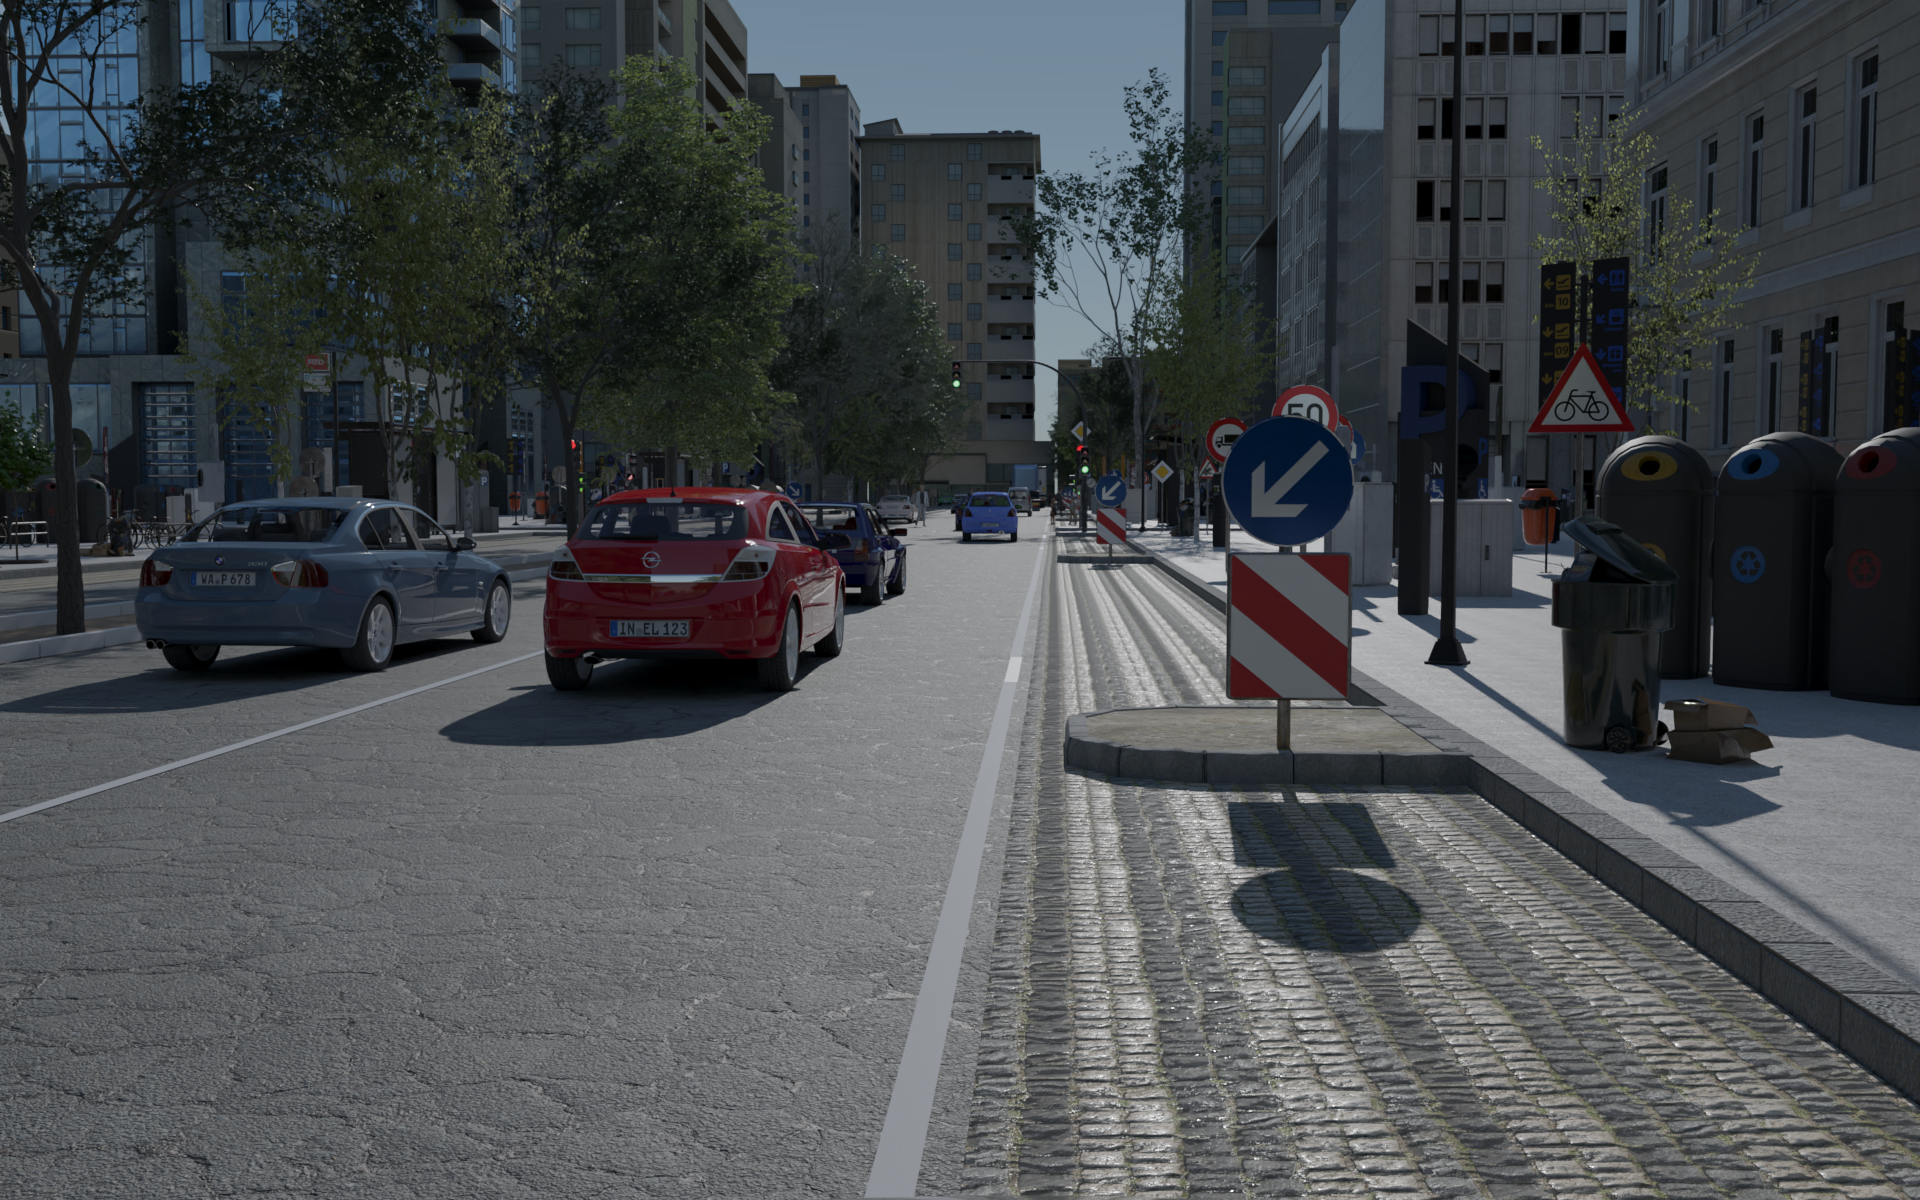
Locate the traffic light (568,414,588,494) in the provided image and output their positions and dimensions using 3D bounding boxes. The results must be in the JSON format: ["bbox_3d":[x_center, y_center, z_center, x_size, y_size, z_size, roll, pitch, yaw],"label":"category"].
[{"bbox_3d":[-13.283,-4.326,59.650,0.839,4.253,0.868,0,4,3],"label":"traffic light"}]

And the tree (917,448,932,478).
[{"bbox_3d":[-7.522,-17.307,217.375,8.767,10.594,7.601,-2,4,-25],"label":"tree"}]

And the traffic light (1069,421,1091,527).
[{"bbox_3d":[4.637,-4.757,66.691,0.839,4.253,0.868,0,4,3],"label":"traffic light"}]

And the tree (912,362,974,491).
[{"bbox_3d":[-2.751,-12.283,129.042,9.928,11.665,9.643,0,3,0],"label":"tree"}]

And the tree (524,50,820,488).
[{"bbox_3d":[-7.555,-7.605,44.927,7.486,12.596,7.792,0,3,0],"label":"tree"}]

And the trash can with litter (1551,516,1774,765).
[{"bbox_3d":[3.497,0.169,8.617,0.624,1.170,1.055,-3,5,-42],"label":"trash can with litter"}]

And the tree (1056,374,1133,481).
[{"bbox_3d":[12.076,-13.639,148.754,9.928,11.665,9.643,0,3,0],"label":"tree"}]

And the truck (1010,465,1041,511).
[{"bbox_3d":[5.801,-9.986,153.036,2.967,4.110,18.799,0,4,2],"label":"truck"}]

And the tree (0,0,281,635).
[{"bbox_3d":[-8.990,-4.939,17.625,8.767,10.594,7.601,0,4,3],"label":"tree"}]

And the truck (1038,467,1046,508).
[{"bbox_3d":[7.743,-11.840,182.497,2.839,4.237,11.283,0,4,1],"label":"truck"}]

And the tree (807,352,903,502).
[{"bbox_3d":[-5.205,-7.884,81.715,4.737,8.622,4.395,0,3,0],"label":"tree"}]

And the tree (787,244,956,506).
[{"bbox_3d":[-5.027,-10.998,88.936,9.857,13.997,8.962,0,3,0],"label":"tree"}]

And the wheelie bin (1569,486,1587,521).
[{"bbox_3d":[23.536,-3.568,66.243,0.693,1.594,0.980,-1,4,-23],"label":"wheelie bin"}]

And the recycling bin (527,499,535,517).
[{"bbox_3d":[-23.426,-5.066,95.388,0.722,1.027,0.722,0,4,-6],"label":"recycling bin"}]

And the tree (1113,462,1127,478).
[{"bbox_3d":[9.536,-6.716,104.400,1.663,3.219,1.824,0,3,0],"label":"tree"}]

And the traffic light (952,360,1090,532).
[{"bbox_3d":[2.110,-5.139,58.689,4.771,5.953,1.251,0,4,3],"label":"traffic light"}]

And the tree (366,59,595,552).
[{"bbox_3d":[-8.367,-4.690,29.504,4.360,8.622,3.978,0,3,0],"label":"tree"}]

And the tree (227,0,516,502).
[{"bbox_3d":[-7.900,-4.347,23.892,4.737,8.622,4.395,0,3,0],"label":"tree"}]

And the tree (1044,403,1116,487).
[{"bbox_3d":[15.518,-19.088,218.739,9.857,13.997,8.962,0,3,0],"label":"tree"}]

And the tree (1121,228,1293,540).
[{"bbox_3d":[6.725,-5.970,47.975,4.737,8.622,4.395,0,3,0],"label":"tree"}]

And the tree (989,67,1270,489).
[{"bbox_3d":[7.692,-13.695,79.803,12.611,20.169,13.585,0,3,0],"label":"tree"}]

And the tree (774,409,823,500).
[{"bbox_3d":[-12.112,-10.968,129.694,4.360,8.622,3.978,0,3,0],"label":"tree"}]

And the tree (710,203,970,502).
[{"bbox_3d":[-5.925,-9.792,72.932,12.009,13.543,11.850,0,3,0],"label":"tree"}]

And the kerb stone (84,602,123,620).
[{"bbox_3d":[-9.946,0.144,19.846,0.120,0.150,1.000,0,4,3],"label":"kerb stone"}]

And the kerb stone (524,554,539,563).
[{"bbox_3d":[-9.052,-0.856,36.186,0.120,0.150,1.000,0,4,3],"label":"kerb stone"}]

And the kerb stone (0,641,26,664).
[{"bbox_3d":[-8.125,0.463,14.621,0.120,0.150,1.000,0,4,3],"label":"kerb stone"}]

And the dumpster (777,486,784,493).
[{"bbox_3d":[-12.716,-6.846,117.683,1.264,1.857,1.865,0,4,3],"label":"dumpster"}]

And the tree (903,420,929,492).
[{"bbox_3d":[-3.758,-9.445,107.249,4.737,8.622,4.395,0,3,0],"label":"tree"}]

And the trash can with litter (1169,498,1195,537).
[{"bbox_3d":[6.655,-2.492,52.139,0.624,1.170,1.055,-2,4,-27],"label":"trash can with litter"}]

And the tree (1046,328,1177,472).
[{"bbox_3d":[10.977,-13.304,127.884,12.009,13.543,11.850,0,3,0],"label":"tree"}]

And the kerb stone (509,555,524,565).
[{"bbox_3d":[-9.116,-0.789,35.164,0.120,0.150,1.000,0,4,3],"label":"kerb stone"}]

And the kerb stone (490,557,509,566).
[{"bbox_3d":[-9.160,-0.728,34.143,0.120,0.150,1.000,0,4,3],"label":"kerb stone"}]

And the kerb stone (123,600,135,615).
[{"bbox_3d":[-9.889,0.081,20.866,0.120,0.150,1.000,0,4,3],"label":"kerb stone"}]

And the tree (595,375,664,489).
[{"bbox_3d":[-14.785,-7.742,76.941,4.737,8.622,4.395,0,3,0],"label":"tree"}]

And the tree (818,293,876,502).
[{"bbox_3d":[-7.267,-7.079,52.612,8.767,10.594,7.601,0,4,3],"label":"tree"}]

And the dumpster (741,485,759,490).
[{"bbox_3d":[-13.169,-6.324,109.160,1.264,1.857,1.865,0,4,3],"label":"dumpster"}]

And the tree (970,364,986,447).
[{"bbox_3d":[-3.306,-12.476,116.807,12.009,13.543,11.850,0,3,0],"label":"tree"}]

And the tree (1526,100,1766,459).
[{"bbox_3d":[12.504,-5.036,32.698,4.360,8.622,3.978,0,3,0],"label":"tree"}]

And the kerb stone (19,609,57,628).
[{"bbox_3d":[-10.003,0.207,18.819,0.120,0.150,1.000,0,4,3],"label":"kerb stone"}]

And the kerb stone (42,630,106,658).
[{"bbox_3d":[-8.067,0.401,15.641,0.120,0.150,1.000,0,4,3],"label":"kerb stone"}]

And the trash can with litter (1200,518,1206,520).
[{"bbox_3d":[12.150,-4.619,86.573,2.233,1.210,1.678,-1,4,-18],"label":"trash can with litter"}]

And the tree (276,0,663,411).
[{"bbox_3d":[-7.872,-6.032,35.496,8.767,10.594,7.601,0,4,3],"label":"tree"}]

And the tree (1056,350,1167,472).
[{"bbox_3d":[9.859,-10.855,111.896,7.601,10.594,8.767,-1,4,-9],"label":"tree"}]

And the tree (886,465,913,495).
[{"bbox_3d":[-9.530,-13.866,161.125,7.601,10.594,8.767,-2,4,-27],"label":"tree"}]

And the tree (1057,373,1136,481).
[{"bbox_3d":[12.739,-14.934,162.294,7.486,12.596,7.792,0,3,0],"label":"tree"}]

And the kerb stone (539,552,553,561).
[{"bbox_3d":[-8.995,-0.919,37.214,0.120,0.150,1.000,0,4,3],"label":"kerb stone"}]

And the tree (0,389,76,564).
[{"bbox_3d":[-17.576,-2.287,32.000,1.663,3.219,1.824,0,3,0],"label":"tree"}]

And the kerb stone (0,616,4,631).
[{"bbox_3d":[-10.051,0.269,17.798,0.120,0.150,1.000,0,4,3],"label":"kerb stone"}]

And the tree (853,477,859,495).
[{"bbox_3d":[-10.293,-10.979,174.109,1.663,3.219,1.824,0,3,0],"label":"tree"}]

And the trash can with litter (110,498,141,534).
[{"bbox_3d":[-27.507,-2.763,56.239,1.678,1.210,2.233,-2,4,-35],"label":"trash can with litter"}]

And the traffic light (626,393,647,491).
[{"bbox_3d":[-10.755,-5.681,67.545,4.771,5.953,1.251,0,4,3],"label":"traffic light"}]

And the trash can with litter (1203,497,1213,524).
[{"bbox_3d":[10.763,-3.843,74.224,0.624,1.170,1.055,1,4,13],"label":"trash can with litter"}]
